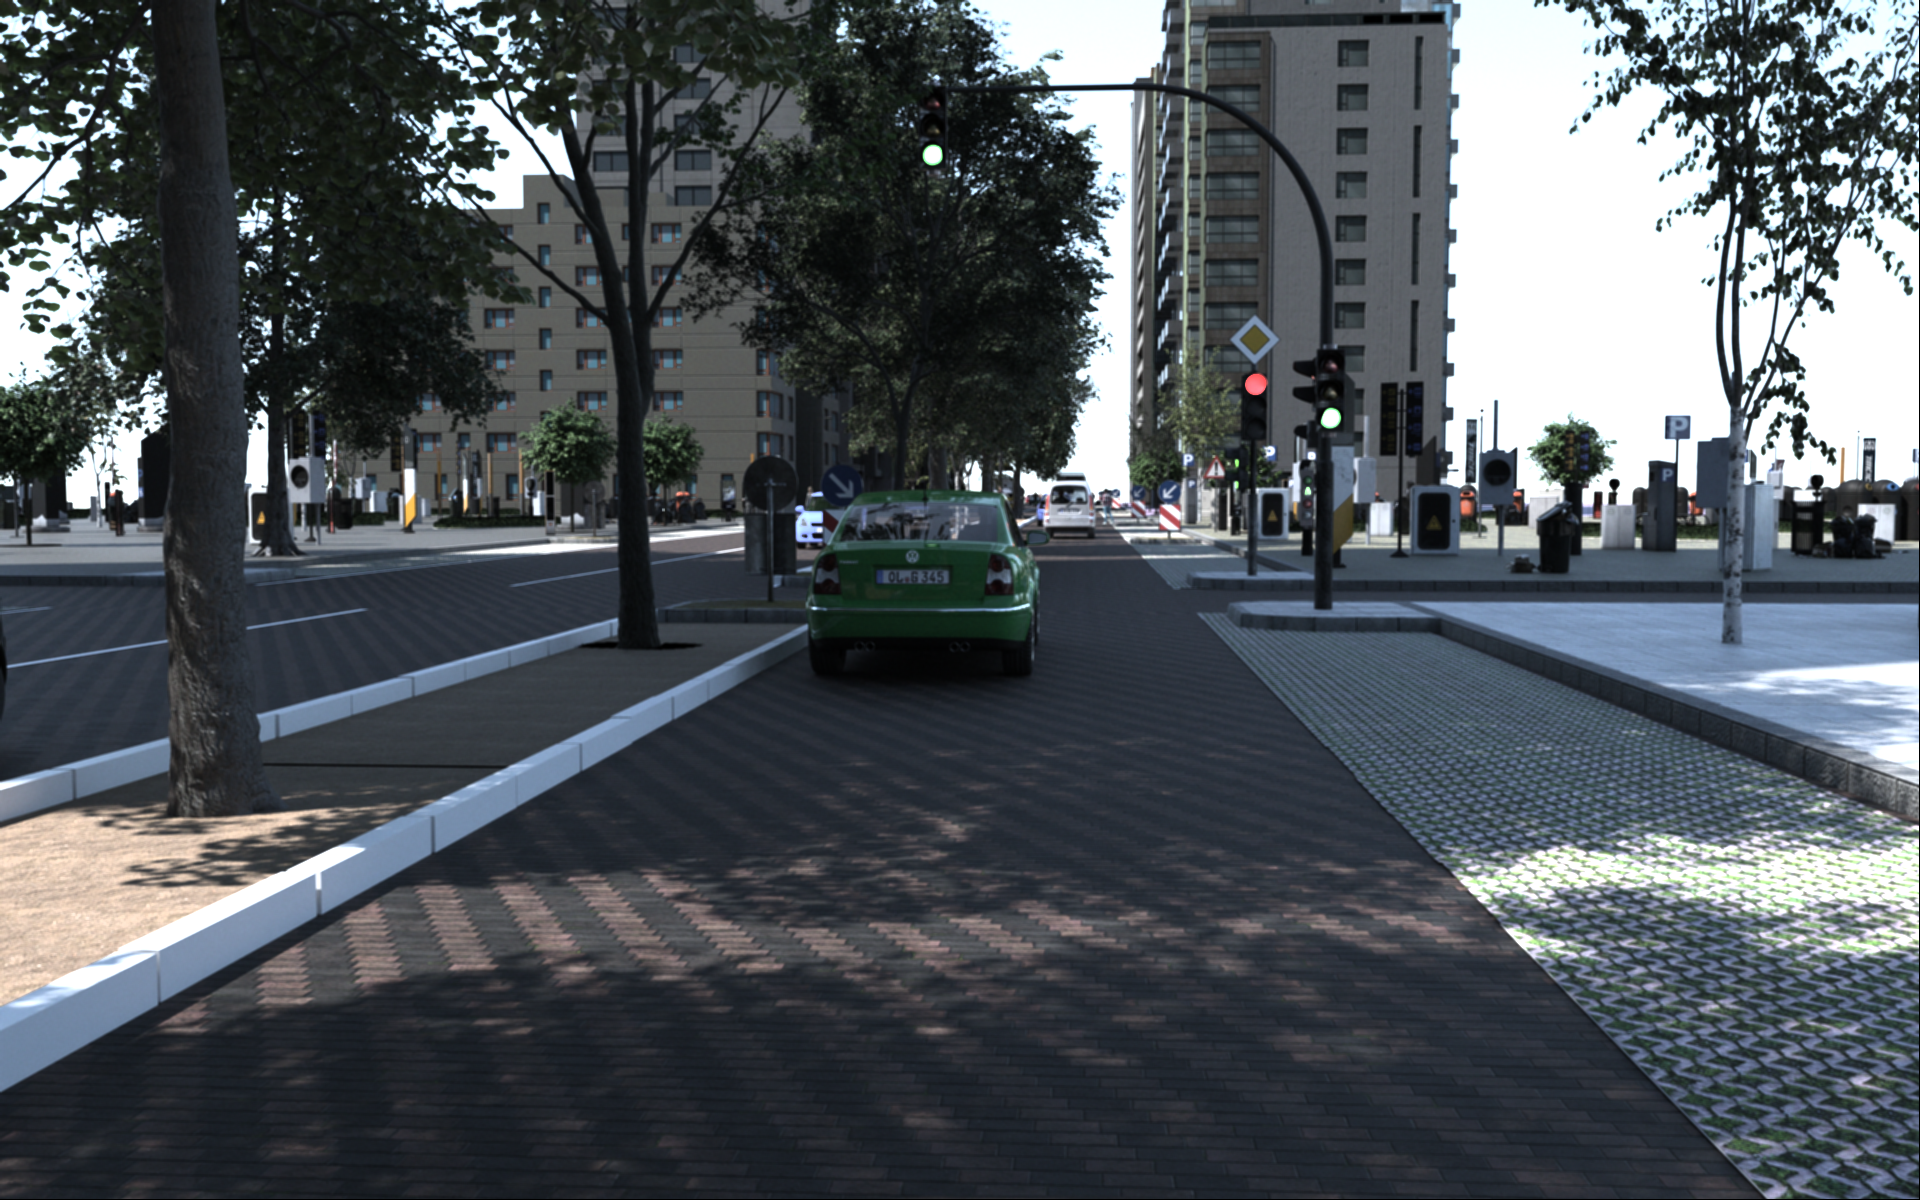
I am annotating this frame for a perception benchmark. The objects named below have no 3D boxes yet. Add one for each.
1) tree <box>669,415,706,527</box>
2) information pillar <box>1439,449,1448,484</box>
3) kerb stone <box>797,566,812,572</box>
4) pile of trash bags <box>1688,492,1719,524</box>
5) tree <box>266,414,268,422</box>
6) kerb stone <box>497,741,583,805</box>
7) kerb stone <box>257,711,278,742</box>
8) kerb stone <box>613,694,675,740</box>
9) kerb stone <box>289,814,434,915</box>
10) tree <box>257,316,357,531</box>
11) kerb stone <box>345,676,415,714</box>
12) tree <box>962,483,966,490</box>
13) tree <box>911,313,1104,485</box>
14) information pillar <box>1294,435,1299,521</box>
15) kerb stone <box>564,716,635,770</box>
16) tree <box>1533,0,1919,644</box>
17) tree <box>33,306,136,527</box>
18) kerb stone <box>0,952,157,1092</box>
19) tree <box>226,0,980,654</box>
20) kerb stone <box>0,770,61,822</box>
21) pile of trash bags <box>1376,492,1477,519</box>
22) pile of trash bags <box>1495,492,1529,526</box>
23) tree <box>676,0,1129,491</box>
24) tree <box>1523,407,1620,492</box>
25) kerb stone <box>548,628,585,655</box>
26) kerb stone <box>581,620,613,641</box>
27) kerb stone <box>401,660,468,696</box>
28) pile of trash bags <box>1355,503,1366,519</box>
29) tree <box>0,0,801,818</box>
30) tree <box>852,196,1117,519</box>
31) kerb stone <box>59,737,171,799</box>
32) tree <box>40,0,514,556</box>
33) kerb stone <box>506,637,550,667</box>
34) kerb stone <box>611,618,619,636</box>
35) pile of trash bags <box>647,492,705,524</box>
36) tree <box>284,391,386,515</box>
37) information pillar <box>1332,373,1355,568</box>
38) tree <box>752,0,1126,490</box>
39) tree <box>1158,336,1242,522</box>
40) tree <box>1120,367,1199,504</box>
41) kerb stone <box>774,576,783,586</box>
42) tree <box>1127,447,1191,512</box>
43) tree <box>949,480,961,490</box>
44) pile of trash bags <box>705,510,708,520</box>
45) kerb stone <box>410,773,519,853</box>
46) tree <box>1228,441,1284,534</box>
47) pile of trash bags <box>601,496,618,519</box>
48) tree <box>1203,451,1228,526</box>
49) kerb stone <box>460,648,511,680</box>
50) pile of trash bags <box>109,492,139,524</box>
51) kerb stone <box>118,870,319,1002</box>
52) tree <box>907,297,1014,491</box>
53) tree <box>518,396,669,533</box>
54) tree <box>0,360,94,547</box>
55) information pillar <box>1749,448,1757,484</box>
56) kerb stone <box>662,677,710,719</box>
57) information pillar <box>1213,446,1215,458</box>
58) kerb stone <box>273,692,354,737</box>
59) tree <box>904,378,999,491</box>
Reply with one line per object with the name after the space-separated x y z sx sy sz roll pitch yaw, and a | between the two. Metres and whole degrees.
-11.695 -5.185 68.482 4.285 4.588 4.351 0 3 0 | tree
24.804 -5.971 88.980 0.504 3.616 0.183 0 4 -1 | information pillar
-2.671 -0.453 29.603 0.120 0.150 1.000 0 4 4 | kerb stone
28.574 -3.331 64.214 1.912 1.369 3.447 -2 4 -34 | pile of trash bags
-36.102 -8.811 94.415 4.360 8.622 3.978 0 3 0 | tree
-2.054 0.847 8.437 0.120 0.150 1.000 0 4 4 | kerb stone
-4.088 0.770 9.606 0.120 0.150 1.000 0 4 4 | kerb stone
-1.919 0.717 10.477 0.120 0.150 1.000 0 4 4 | kerb stone
-2.199 0.966 6.397 0.120 0.150 1.000 0 4 4 | kerb stone
-22.558 -6.695 59.829 4.737 8.622 4.395 0 3 0 | tree
-3.938 0.654 11.652 0.120 0.150 1.000 0 4 4 | kerb stone
0.442 -15.330 245.239 1.663 3.219 1.824 0 3 0 | tree
2.035 -10.678 87.406 12.009 13.543 11.850 0 3 0 | tree
12.089 -4.338 62.284 0.183 3.616 0.504 1 4 18 | information pillar
-1.980 0.785 9.456 0.120 0.150 1.000 0 4 4 | kerb stone
6.871 -3.927 14.569 4.360 8.622 3.978 0 3 0 | tree
-33.607 -7.140 67.105 4.737 8.622 4.395 0 3 0 | tree
-2.343 1.094 4.358 0.120 0.150 1.000 0 4 4 | kerb stone
-3.081 -5.359 15.831 9.928 11.665 9.643 0 3 0 | tree
-4.223 0.895 7.563 0.120 0.150 1.000 0 4 4 | kerb stone
17.779 -3.402 65.381 3.447 1.369 1.912 2 4 34 | pile of trash bags
23.042 -3.769 71.383 1.912 1.369 3.447 1 4 13 | pile of trash bags
-1.225 -5.790 31.528 8.767 10.594 7.601 0 4 4 | tree
23.165 -5.026 65.893 4.285 4.588 4.351 0 3 0 | tree
-3.641 0.394 15.756 0.120 0.150 1.000 0 4 4 | kerb stone
-3.583 0.334 16.781 0.120 0.150 1.000 0 4 4 | kerb stone
-3.863 0.582 12.685 0.120 0.150 1.000 0 4 4 | kerb stone
19.699 -4.551 84.160 1.912 1.369 3.447 0 4 -5 | pile of trash bags
-3.270 -5.286 7.004 7.486 12.596 7.792 0 3 0 | tree
0.991 -8.872 64.517 9.611 12.733 9.660 0 3 0 | tree
-4.150 0.832 8.585 0.120 0.150 1.000 0 4 4 | kerb stone
-14.158 -7.270 35.872 9.611 12.733 9.660 0 3 0 | tree
-3.718 0.457 14.725 0.120 0.150 1.000 0 4 4 | kerb stone
-3.499 0.269 17.806 0.120 0.150 1.000 0 4 4 | kerb stone
-12.499 -4.066 76.239 1.912 1.369 3.447 0 4 -2 | pile of trash bags
-26.239 -7.594 74.532 4.360 8.622 3.978 0 3 0 | tree
6.605 -2.368 30.080 0.504 3.616 0.183 -1 4 -20 | information pillar
-0.469 -8.109 41.697 9.857 13.997 8.962 0 3 0 | tree
11.167 -7.948 80.318 4.737 8.622 4.395 0 3 0 | tree
11.398 -8.992 97.376 4.360 8.622 3.978 0 3 0 | tree
-2.822 -0.328 27.559 0.120 0.150 1.000 0 4 4 | kerb stone
13.474 -8.486 122.467 4.285 4.588 4.351 0 3 0 | tree
-1.316 -13.899 221.851 1.663 3.219 1.824 0 3 0 | tree
-13.668 -4.705 86.676 1.912 1.369 3.447 -1 4 -12 | pile of trash bags
-2.121 0.906 7.417 0.120 0.150 1.000 0 4 4 | kerb stone
9.734 -3.788 56.531 1.663 3.219 1.824 0 3 0 | tree
-17.405 -4.923 90.248 1.912 1.369 3.447 2 4 27 | pile of trash bags
10.574 -4.650 70.626 1.663 3.219 1.824 0 3 0 | tree
-3.794 0.519 13.705 0.120 0.150 1.000 0 4 4 | kerb stone
-36.227 -4.054 76.034 1.912 1.369 3.447 0 4 4 | pile of trash bags
-2.277 1.029 5.378 0.120 0.150 1.000 0 4 4 | kerb stone
-0.039 -5.904 49.353 4.360 8.622 3.978 0 3 0 | tree
-12.873 -4.522 57.656 4.285 4.588 4.351 0 3 0 | tree
-22.979 -3.604 42.638 4.285 4.588 4.351 0 3 0 | tree
40.751 -5.975 89.049 0.504 3.616 0.183 -2 4 -27 | information pillar
-1.841 0.658 11.499 0.120 0.150 1.000 0 4 4 | kerb stone
12.464 -5.739 85.184 0.183 3.616 0.504 0 4 3 | information pillar
-4.005 0.713 10.631 0.120 0.150 1.000 0 4 4 | kerb stone
0.207 -6.284 55.556 4.737 8.622 4.395 0 3 0 | tree
